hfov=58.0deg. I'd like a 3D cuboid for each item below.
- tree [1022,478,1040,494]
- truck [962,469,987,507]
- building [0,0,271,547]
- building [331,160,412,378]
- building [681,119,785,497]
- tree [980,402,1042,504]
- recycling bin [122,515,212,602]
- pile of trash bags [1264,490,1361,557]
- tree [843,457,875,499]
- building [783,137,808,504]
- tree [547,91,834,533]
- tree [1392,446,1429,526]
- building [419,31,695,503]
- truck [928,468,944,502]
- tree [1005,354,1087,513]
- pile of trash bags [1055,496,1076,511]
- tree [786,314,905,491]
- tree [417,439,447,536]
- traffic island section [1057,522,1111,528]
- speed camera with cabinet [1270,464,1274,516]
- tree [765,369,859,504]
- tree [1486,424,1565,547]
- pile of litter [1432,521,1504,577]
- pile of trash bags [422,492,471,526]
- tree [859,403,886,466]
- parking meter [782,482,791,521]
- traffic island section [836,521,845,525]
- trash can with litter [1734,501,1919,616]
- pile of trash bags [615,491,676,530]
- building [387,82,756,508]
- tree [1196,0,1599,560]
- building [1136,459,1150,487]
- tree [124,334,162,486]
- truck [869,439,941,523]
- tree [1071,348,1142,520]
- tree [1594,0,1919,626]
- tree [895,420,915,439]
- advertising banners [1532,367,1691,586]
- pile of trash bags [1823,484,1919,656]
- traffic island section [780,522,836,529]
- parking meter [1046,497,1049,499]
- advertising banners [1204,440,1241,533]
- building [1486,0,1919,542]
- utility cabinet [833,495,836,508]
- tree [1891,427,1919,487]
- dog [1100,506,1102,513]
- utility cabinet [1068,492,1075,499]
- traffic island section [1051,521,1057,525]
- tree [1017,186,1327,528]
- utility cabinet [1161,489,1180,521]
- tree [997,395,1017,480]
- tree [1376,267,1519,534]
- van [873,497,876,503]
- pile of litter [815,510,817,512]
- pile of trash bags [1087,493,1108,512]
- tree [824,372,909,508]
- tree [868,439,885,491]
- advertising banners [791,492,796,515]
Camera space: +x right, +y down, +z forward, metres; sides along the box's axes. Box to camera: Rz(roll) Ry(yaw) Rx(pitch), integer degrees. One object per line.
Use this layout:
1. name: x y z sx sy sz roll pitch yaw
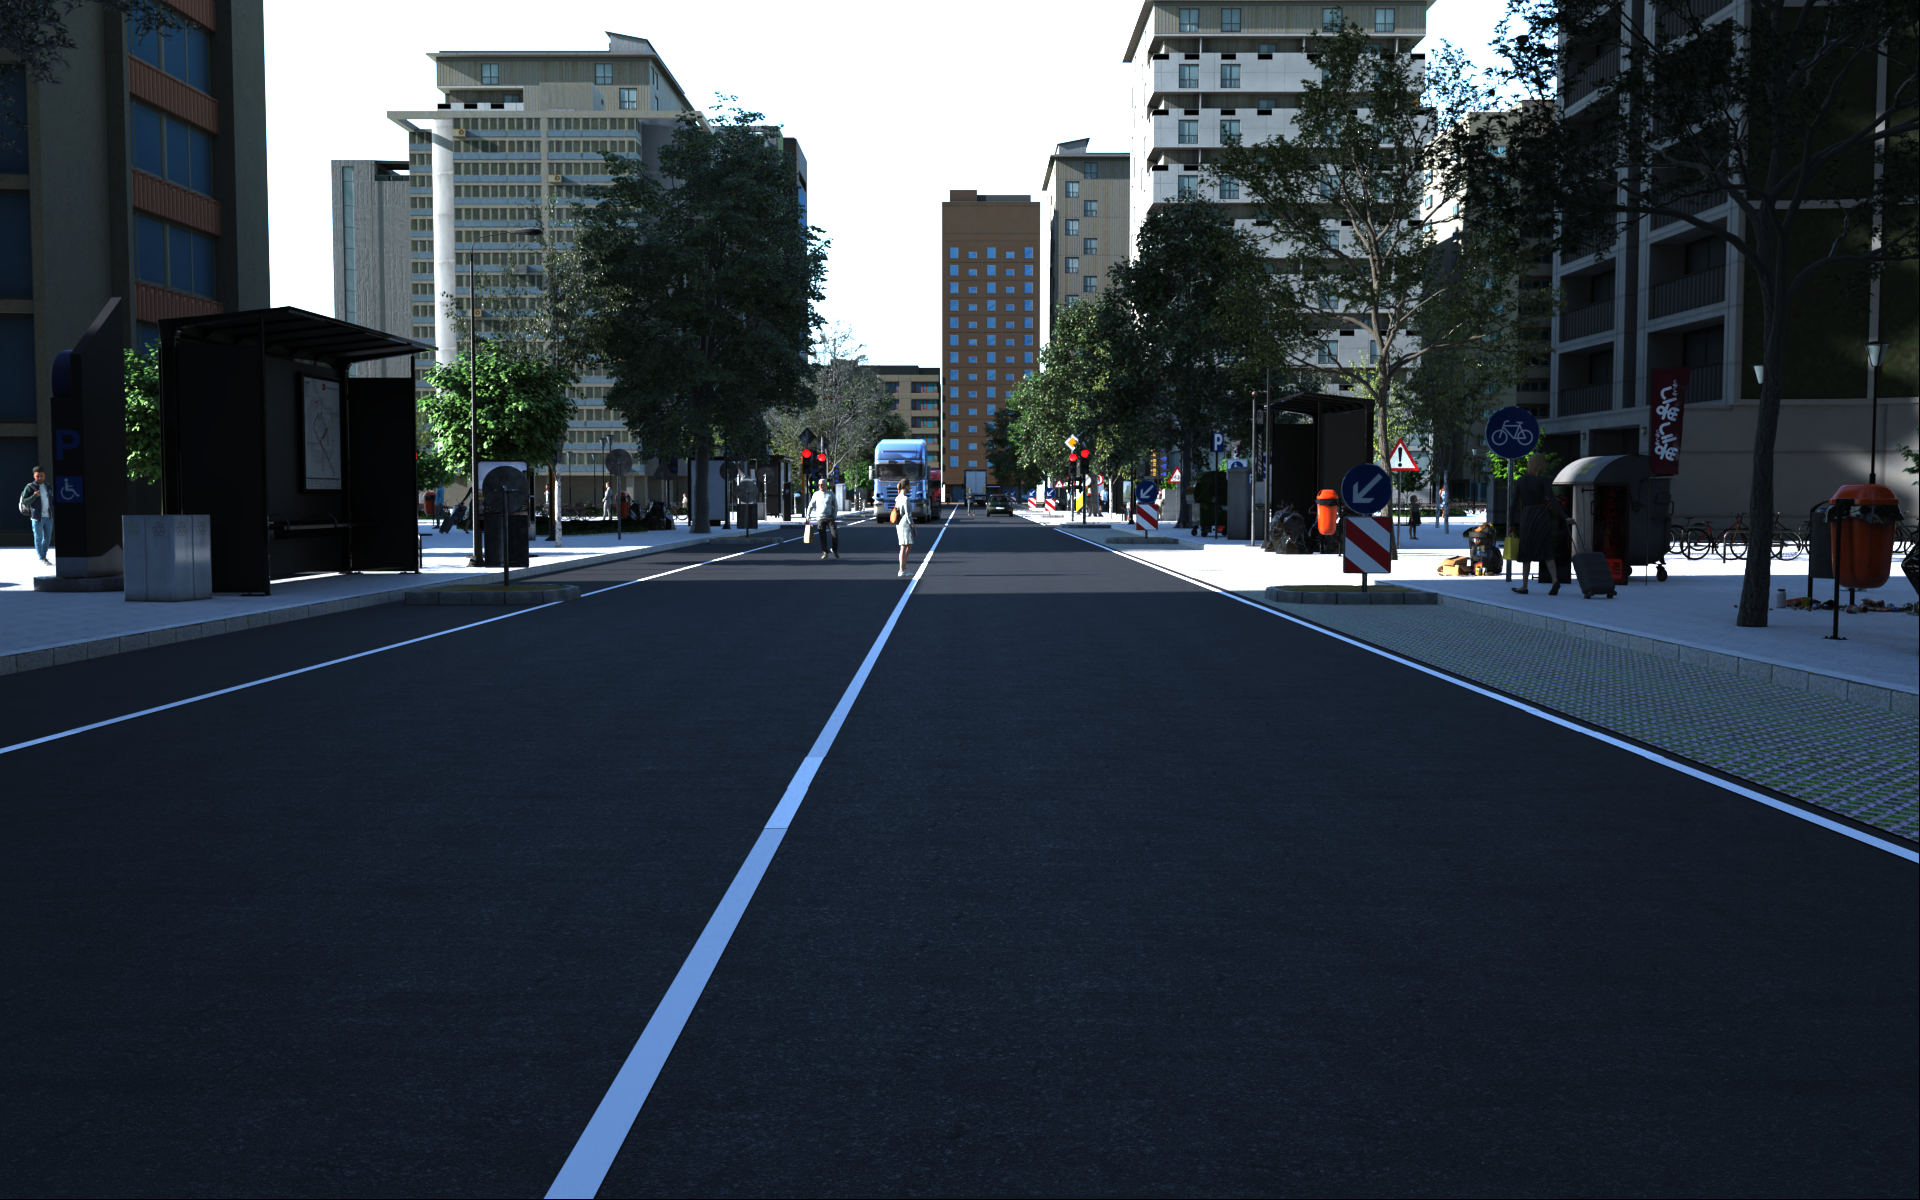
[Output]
1. tree: 7.971 -12.601 200.628 1.663 3.219 1.824 0 3 0
2. truck: 1.716 -13.016 201.723 2.839 4.237 11.283 0 4 -1
3. building: -34.130 -24.051 47.860 28.867 44.769 22.147 0 3 0
4. building: -68.086 -32.461 214.338 14.086 41.232 14.154 0 3 0
5. building: -26.681 -30.783 186.892 14.154 41.232 14.086 0 3 0
6. tree: 7.718 -19.630 227.608 9.857 13.997 8.962 0 3 0
7. recycling bin: -9.573 -0.512 20.926 0.722 1.027 0.722 1 4 15
8. pile of trash bags: 7.638 -1.666 36.996 1.912 1.369 3.447 0 4 2
9. tree: -8.471 -10.099 148.832 4.285 4.588 4.351 0 3 0
10. building: -26.450 -34.459 213.514 14.200 45.320 14.600 0 3 0
11. tree: -8.545 -9.173 56.634 9.857 13.997 8.962 0 3 0
12. tree: 18.029 -4.602 69.839 1.663 3.219 1.824 0 3 0
13. building: -47.311 -37.765 206.689 27.495 52.752 28.713 0 3 0
14. truck: -3.274 -12.065 186.184 2.839 4.237 11.283 0 4 -2
15. tree: 8.435 -11.841 119.357 9.928 11.665 9.643 0 3 0
16. pile of trash bags: 8.666 -7.403 130.797 1.912 1.369 3.447 -3 5 -41
17. tree: -8.843 -12.682 117.719 12.009 13.543 11.850 0 3 0
18. tree: -16.831 -3.587 53.248 1.663 3.219 1.824 0 3 0
19. traffic island section: 5.275 -3.115 73.214 2.009 0.180 2.903 0 3 0
20. speed camera with cabinet: 10.280 -3.593 53.085 0.660 3.252 2.038 -2 4 -29
21. tree: -9.027 -9.220 101.105 4.360 8.622 3.978 0 3 0
22. tree: 13.476 -2.896 41.946 1.663 3.219 1.824 0 3 0
23. pile of litter: 8.069 -0.834 27.609 1.176 0.858 1.719 3 5 43
24. pile of trash bags: -20.426 -3.762 71.262 3.447 1.369 1.912 -3 5 -41
25. tree: -8.558 -11.469 137.875 4.360 8.622 3.978 0 3 0
26. parking meter: -8.162 -4.631 81.422 0.399 1.863 0.255 -1 4 -22
27. traffic island section: -6.450 -3.605 81.229 2.009 0.180 2.903 0 3 0
28. trash can with litter: 9.820 -0.480 18.900 1.678 1.210 2.233 -2 4 -30
29. pile of trash bags: -11.368 -3.148 61.220 1.912 1.369 3.447 1 4 10
30. building: -35.537 -29.114 167.888 32.217 40.220 23.993 0 3 0
31. tree: 8.053 -6.060 33.493 7.601 10.594 8.767 1 4 19
32. building: 34.721 -31.626 208.972 32.217 40.220 23.993 0 3 0
33. tree: -16.329 -3.168 35.503 4.285 4.588 4.351 0 3 0
34. truck: -2.602 -6.201 91.139 2.967 4.110 18.799 0 4 2
35. tree: 7.593 -8.343 86.763 4.737 8.622 4.395 0 3 0
36. tree: 8.032 -5.017 16.433 7.601 10.594 8.767 0 4 7
37. tree: -9.176 -17.910 218.577 9.928 11.665 9.643 0 3 0
38. advertising banners: 9.152 -1.725 24.389 2.074 3.025 0.090 2 4 31
39. pile of trash bags: 8.390 -0.261 14.013 1.912 1.369 3.447 -1 4 -17
40. traffic island section: -6.467 -3.117 73.244 2.009 0.180 2.903 0 3 0
41. parking meter: 7.915 -9.009 155.712 0.372 1.533 0.369 0 3 0
42. advertising banners: 8.565 -3.708 56.819 0.090 3.025 2.074 -2 4 -29
43. building: 29.163 -37.417 50.024 20.563 71.187 20.611 0 3 0
44. utility cabinet: -10.618 -8.009 142.103 0.306 1.237 1.020 -3 5 -45
45. tree: 15.068 -1.944 26.382 1.663 3.219 1.824 0 3 0
46. dog: 9.530 -6.159 117.533 0.406 0.507 0.540 -3 4 -39
47. utility cabinet: 9.569 -8.561 148.648 0.318 1.500 1.173 -1 4 -12
48. traffic island section: 5.291 -3.604 81.199 2.009 0.180 2.903 0 3 0
49. tree: 8.631 -9.042 64.843 9.611 12.733 9.660 0 3 0
50. utility cabinet: 10.100 -4.481 81.938 1.173 1.500 0.318 -2 4 -24
51. tree: 7.491 -11.029 97.334 9.611 12.733 9.660 0 3 0
52. tree: 15.784 -6.447 55.764 4.360 8.622 3.978 0 3 0
53. van: -6.224 -8.370 143.864 2.013 2.044 4.112 0 4 0
54. pile of litter: -9.603 -6.545 120.969 1.176 0.858 1.719 -2 4 -27
55. pile of trash bags: 10.094 -6.947 123.340 1.912 1.369 3.447 -1 4 -9
56. tree: -8.731 -14.889 160.445 9.611 12.733 9.660 0 3 0
57. tree: -9.288 -15.243 199.587 4.737 8.622 4.395 0 3 0
58. advertising banners: -11.082 -6.779 107.026 2.074 3.025 0.090 -2 4 -33
